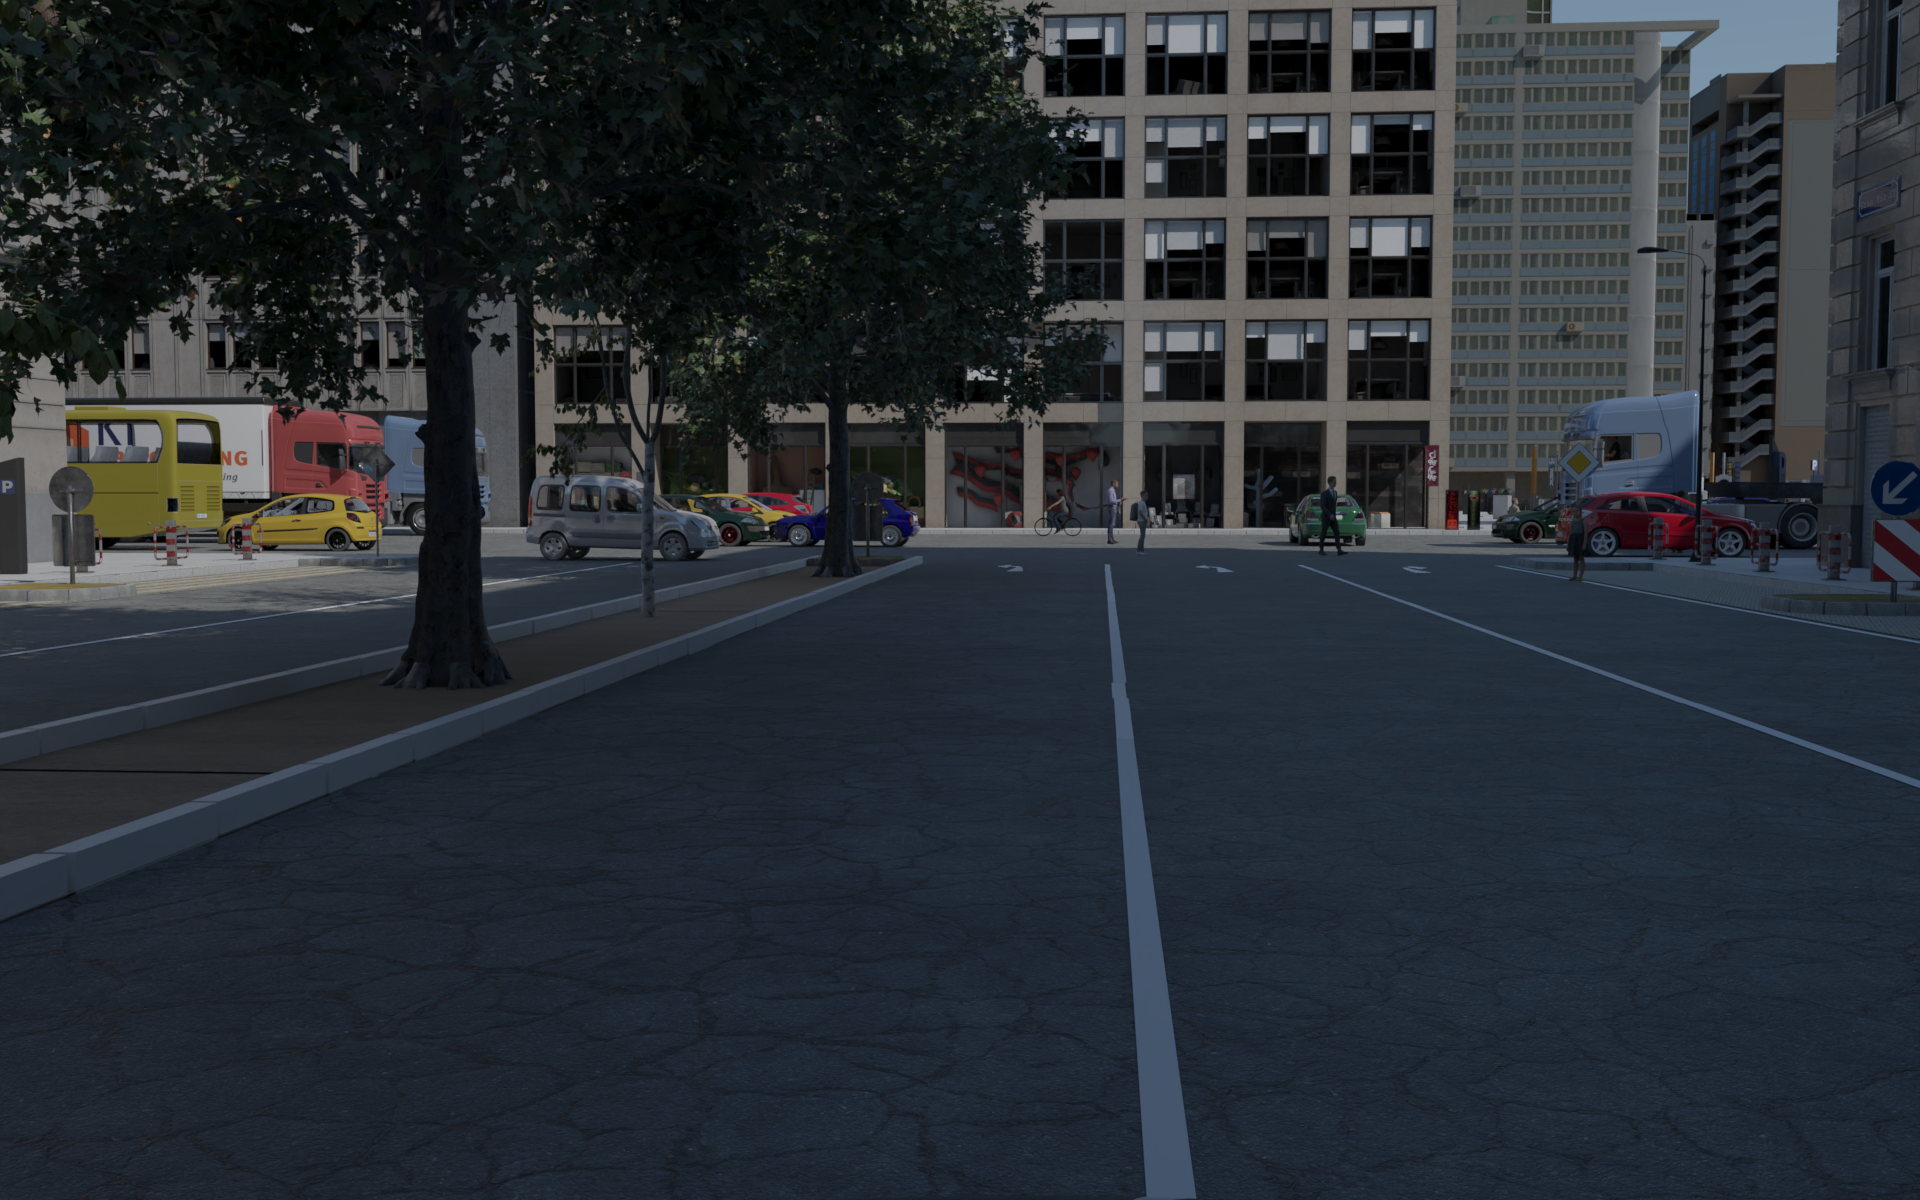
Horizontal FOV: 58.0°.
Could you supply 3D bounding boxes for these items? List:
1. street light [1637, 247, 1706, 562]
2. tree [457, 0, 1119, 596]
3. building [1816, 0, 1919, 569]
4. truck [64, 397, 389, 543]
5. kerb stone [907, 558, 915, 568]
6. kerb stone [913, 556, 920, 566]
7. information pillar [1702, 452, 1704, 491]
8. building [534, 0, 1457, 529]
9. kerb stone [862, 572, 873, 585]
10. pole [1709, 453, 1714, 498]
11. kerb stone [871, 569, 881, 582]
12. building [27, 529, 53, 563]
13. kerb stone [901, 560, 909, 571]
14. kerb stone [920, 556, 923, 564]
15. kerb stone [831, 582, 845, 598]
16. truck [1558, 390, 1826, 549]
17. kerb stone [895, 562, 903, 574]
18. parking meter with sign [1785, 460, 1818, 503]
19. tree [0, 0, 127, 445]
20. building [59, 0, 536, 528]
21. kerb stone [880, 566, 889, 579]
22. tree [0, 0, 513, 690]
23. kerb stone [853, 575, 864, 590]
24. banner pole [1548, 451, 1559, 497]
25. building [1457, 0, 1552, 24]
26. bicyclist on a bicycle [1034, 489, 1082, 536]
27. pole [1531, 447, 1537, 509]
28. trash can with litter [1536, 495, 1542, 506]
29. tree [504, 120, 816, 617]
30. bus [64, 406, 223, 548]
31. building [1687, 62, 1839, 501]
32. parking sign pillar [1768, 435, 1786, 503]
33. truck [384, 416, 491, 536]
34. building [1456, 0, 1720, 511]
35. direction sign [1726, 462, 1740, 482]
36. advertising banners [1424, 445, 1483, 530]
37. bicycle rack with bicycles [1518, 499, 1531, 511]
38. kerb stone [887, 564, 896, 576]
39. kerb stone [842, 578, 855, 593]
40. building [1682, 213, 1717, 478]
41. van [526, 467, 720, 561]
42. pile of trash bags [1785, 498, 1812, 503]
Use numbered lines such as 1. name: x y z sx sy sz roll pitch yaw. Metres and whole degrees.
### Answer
1. street light: 13.408 -3.676 32.637 1.470 5.913 1.316 0 4 5
2. tree: -2.088 -6.745 29.742 9.611 12.733 9.660 0 3 0
3. building: 20.169 -13.504 18.058 12.463 27.353 25.104 0 4 5
4. truck: -22.157 -3.818 51.336 11.283 4.237 2.839 0 4 5
5. kerb stone: -1.035 -0.682 33.343 0.120 0.150 1.000 0 4 5
6. kerb stone: -0.953 -0.742 34.366 0.120 0.150 1.000 0 4 5
7. information pillar: 36.829 -5.795 86.097 0.183 3.616 0.504 3 5 43
8. building: 1.619 -16.438 73.280 34.151 26.468 19.350 0 4 5
9. kerb stone: -1.537 -0.305 27.189 0.120 0.150 1.000 0 4 5
10. pole: 37.017 -5.594 85.305 0.158 3.312 0.155 0 3 0
11. kerb stone: -1.450 -0.368 28.217 0.120 0.150 1.000 0 4 5
12. building: -28.695 -14.682 27.447 23.554 28.519 14.401 0 4 5
13. kerb stone: -1.120 -0.619 32.321 0.120 0.150 1.000 0 4 5
14. kerb stone: -0.874 -0.802 35.389 0.120 0.150 1.000 0 4 5
15. kerb stone: -1.777 -0.114 24.116 0.120 0.150 1.000 0 4 5
16. truck: 24.833 -3.407 45.464 18.799 4.110 2.967 0 4 3
17. kerb stone: -1.200 -0.556 31.290 0.120 0.150 1.000 0 4 5
18. parking meter with sign: 42.702 -5.633 88.357 0.543 3.016 1.738 -3 4 -38
19. tree: -4.276 -3.221 5.482 4.737 8.622 4.395 0 3 0
20. building: -26.337 -15.549 72.256 19.932 24.808 12.078 0 4 5
21. kerb stone: -1.365 -0.431 29.242 0.120 0.150 1.000 0 4 5
22. tree: -3.829 -5.711 12.834 9.611 12.733 9.660 0 3 0
23. kerb stone: -1.614 -0.243 26.166 0.120 0.150 1.000 0 4 5
24. banner pole: 34.443 -6.756 100.470 0.401 3.779 0.863 -2 4 -32
25. building: 66.203 -48.261 227.317 20.611 71.187 20.563 0 4 5
26. bicyclist on a bicycle: 3.321 -2.980 58.745 1.625 1.676 1.499 0 4 3
27. pole: 24.691 -4.934 74.507 0.158 3.312 0.155 0 3 0
28. trash can with litter: 28.609 -4.587 86.047 1.678 1.210 2.233 2 4 25
29. tree: -3.605 -4.111 20.036 4.360 8.622 3.978 0 3 0
30. bus: -25.721 -3.278 45.146 12.252 3.916 2.896 0 4 4
31. building: 84.142 -32.285 177.968 14.200 45.320 14.600 0 4 5
32. parking sign pillar: 37.490 -5.566 79.471 1.447 3.967 1.447 3 5 40
33. truck: -25.295 -4.333 60.607 18.799 4.110 2.967 0 4 3
34. building: 40.144 -27.364 139.283 32.217 40.220 23.993 0 4 5
35. direction sign: 53.999 -7.890 121.005 0.876 3.537 0.379 1 4 12
36. advertising banners: 17.554 -4.002 61.616 2.074 3.025 0.090 0 4 7
37. bicycle rack with bicycles: 36.778 -6.143 113.820 2.852 0.926 2.925 1 4 13
38. kerb stone: -1.285 -0.494 30.268 0.120 0.150 1.000 0 4 5
39. kerb stone: -1.696 -0.179 25.144 0.120 0.150 1.000 0 4 5
40. building: 68.959 -24.995 180.364 14.107 30.474 14.160 0 4 5
41. van: -7.308 -1.883 37.792 4.112 2.044 2.013 0 4 6
42. pile of trash bags: 52.493 -6.133 110.027 3.447 1.369 1.912 -3 5 -44
